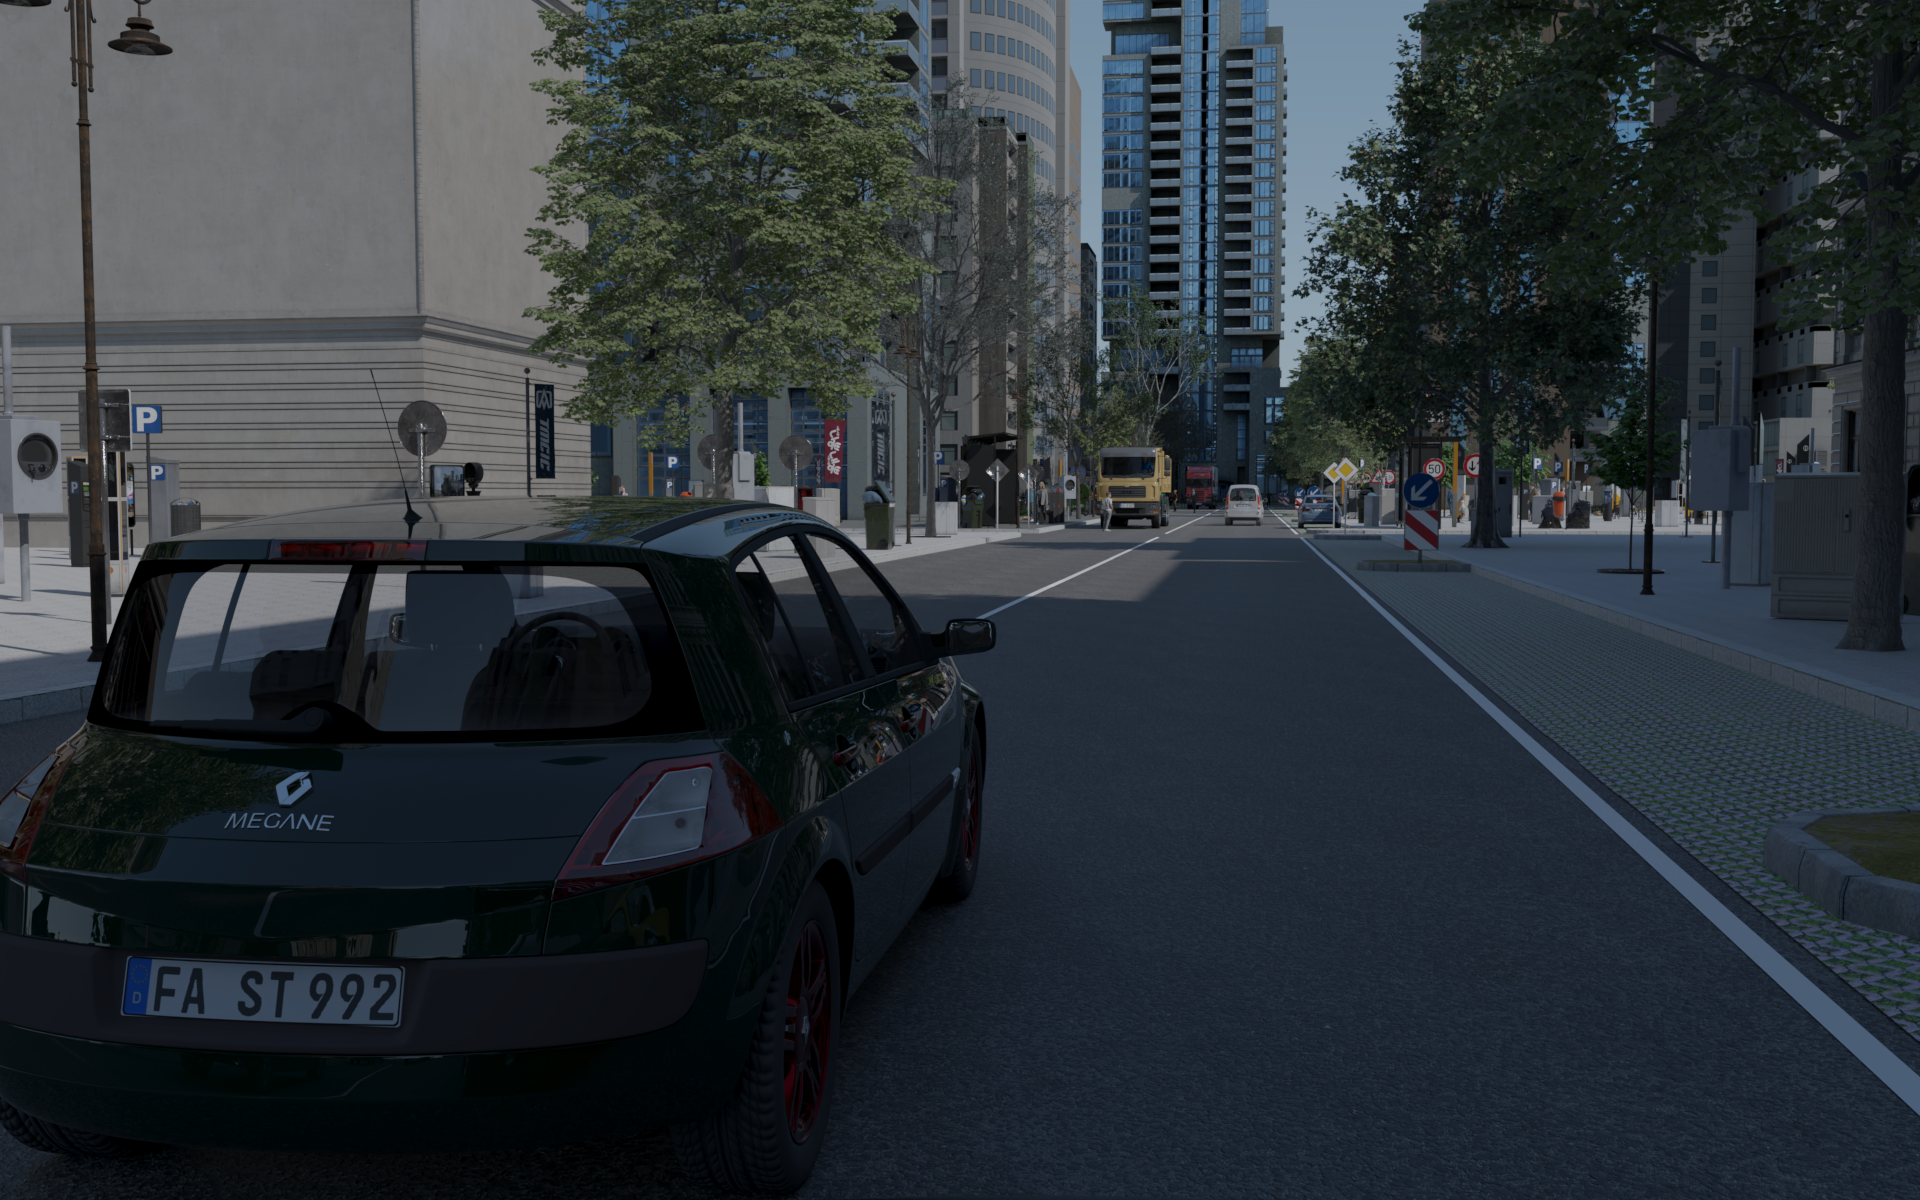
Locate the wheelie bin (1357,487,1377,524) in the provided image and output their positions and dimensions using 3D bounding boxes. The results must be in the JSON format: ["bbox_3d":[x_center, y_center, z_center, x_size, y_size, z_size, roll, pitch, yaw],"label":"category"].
[{"bbox_3d":[17.625,-4.105,75.019,0.980,1.594,0.693,3,5,43],"label":"wheelie bin"}]

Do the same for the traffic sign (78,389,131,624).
[{"bbox_3d":[-8.378,-0.908,16.980,0.606,2.300,0.079,1,4,16],"label":"traffic sign"}]

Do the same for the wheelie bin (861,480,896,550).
[{"bbox_3d":[-1.884,-1.957,39.900,0.693,1.594,0.980,1,4,11],"label":"wheelie bin"}]

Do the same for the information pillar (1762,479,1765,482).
[{"bbox_3d":[39.374,-4.937,85.214,0.304,2.012,0.304,-1,4,-8],"label":"information pillar"}]

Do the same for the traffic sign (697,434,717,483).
[{"bbox_3d":[-5.235,-2.244,36.792,0.768,2.556,0.104,1,4,16],"label":"traffic sign"}]

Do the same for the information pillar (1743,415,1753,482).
[{"bbox_3d":[23.291,-3.662,51.232,0.183,3.616,0.504,-1,4,-8],"label":"information pillar"}]

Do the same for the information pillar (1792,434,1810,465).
[{"bbox_3d":[32.890,-4.664,67.615,0.504,3.616,0.183,-1,4,-9],"label":"information pillar"}]

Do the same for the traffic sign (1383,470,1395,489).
[{"bbox_3d":[22.603,-5.584,91.405,0.768,2.556,0.104,1,4,11],"label":"traffic sign"}]

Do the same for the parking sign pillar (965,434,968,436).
[{"bbox_3d":[0.728,-5.449,77.558,1.447,3.967,1.447,2,4,30],"label":"parking sign pillar"}]

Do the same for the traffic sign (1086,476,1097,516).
[{"bbox_3d":[7.731,-6.301,103.023,0.884,2.594,0.081,1,4,16],"label":"traffic sign"}]

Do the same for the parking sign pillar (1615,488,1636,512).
[{"bbox_3d":[47.360,-8.240,123.196,1.447,3.967,1.447,-3,5,-44],"label":"parking sign pillar"}]

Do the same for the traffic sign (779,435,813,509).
[{"bbox_3d":[-3.544,-2.277,37.336,0.768,2.556,0.104,1,4,10],"label":"traffic sign"}]

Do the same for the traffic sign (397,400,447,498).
[{"bbox_3d":[-7.307,-1.431,23.510,0.768,2.556,0.104,1,4,17],"label":"traffic sign"}]

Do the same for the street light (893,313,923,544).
[{"bbox_3d":[-1.322,-4.375,44.325,0.468,5.910,1.993,1,4,10],"label":"street light"}]

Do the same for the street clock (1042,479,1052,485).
[{"bbox_3d":[4.096,-4.708,81.553,0.471,2.002,0.358,-3,5,-39],"label":"street clock"}]

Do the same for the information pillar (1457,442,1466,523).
[{"bbox_3d":[22.260,-5.235,76.949,0.183,3.616,0.504,-2,4,-25],"label":"information pillar"}]

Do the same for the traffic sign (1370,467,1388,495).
[{"bbox_3d":[20.380,-5.154,84.264,0.884,2.594,0.081,1,4,16],"label":"traffic sign"}]

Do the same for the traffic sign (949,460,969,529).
[{"bbox_3d":[-0.036,-3.913,64.085,0.768,2.556,0.104,1,4,10],"label":"traffic sign"}]

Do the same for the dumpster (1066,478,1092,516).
[{"bbox_3d":[6.879,-6.023,100.974,1.502,2.255,1.985,1,4,10],"label":"dumpster"}]

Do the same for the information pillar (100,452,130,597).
[{"bbox_3d":[-10.570,-1.045,21.580,0.304,2.012,0.304,-1,4,-10],"label":"information pillar"}]

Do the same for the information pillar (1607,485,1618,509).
[{"bbox_3d":[32.031,-5.747,85.317,0.183,3.616,0.504,-1,4,-9],"label":"information pillar"}]

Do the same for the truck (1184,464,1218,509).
[{"bbox_3d":[23.028,-10.753,164.731,2.839,4.237,11.283,1,4,11],"label":"truck"}]

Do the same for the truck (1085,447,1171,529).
[{"bbox_3d":[7.469,-4.779,74.053,3.469,3.379,9.791,1,4,10],"label":"truck"}]

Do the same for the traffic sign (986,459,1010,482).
[{"bbox_3d":[1.212,-3.340,56.795,0.795,2.593,0.064,1,4,10],"label":"traffic sign"}]

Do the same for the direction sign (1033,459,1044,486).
[{"bbox_3d":[5.052,-7.307,111.474,0.876,3.537,0.379,3,5,39],"label":"direction sign"}]

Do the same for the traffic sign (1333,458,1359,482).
[{"bbox_3d":[12.246,-3.225,54.916,0.795,2.593,0.064,1,4,10],"label":"traffic sign"}]

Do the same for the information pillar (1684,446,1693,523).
[{"bbox_3d":[32.926,-5.306,78.109,0.504,3.616,0.183,-1,4,-19],"label":"information pillar"}]

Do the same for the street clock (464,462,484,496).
[{"bbox_3d":[-11.052,-2.128,39.366,0.471,2.002,0.358,3,4,36],"label":"street clock"}]

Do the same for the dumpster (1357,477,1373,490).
[{"bbox_3d":[23.144,-5.819,97.637,1.502,2.255,1.985,1,4,10],"label":"dumpster"}]

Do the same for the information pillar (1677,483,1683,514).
[{"bbox_3d":[45.987,-6.493,110.647,0.304,2.012,0.304,0,4,7],"label":"information pillar"}]

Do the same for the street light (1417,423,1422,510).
[{"bbox_3d":[13.856,-4.854,52.156,0.468,5.910,1.993,1,4,10],"label":"street light"}]

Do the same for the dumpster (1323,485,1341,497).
[{"bbox_3d":[24.391,-6.569,113.167,1.264,1.857,1.865,1,4,9],"label":"dumpster"}]

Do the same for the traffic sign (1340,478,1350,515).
[{"bbox_3d":[22.140,-6.063,99.231,0.768,2.556,0.104,1,4,15],"label":"traffic sign"}]

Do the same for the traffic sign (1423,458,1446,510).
[{"bbox_3d":[16.863,-3.762,61.612,0.768,2.556,0.104,1,4,15],"label":"traffic sign"}]

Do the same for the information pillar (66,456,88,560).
[{"bbox_3d":[-17.237,-1.796,33.858,0.304,2.012,0.304,3,5,43],"label":"information pillar"}]

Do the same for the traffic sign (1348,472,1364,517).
[{"bbox_3d":[21.095,-5.645,92.297,0.884,2.594,0.081,1,4,17],"label":"traffic sign"}]

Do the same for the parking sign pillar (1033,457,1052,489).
[{"bbox_3d":[5.890,-8.297,124.121,1.447,3.967,1.447,1,4,23],"label":"parking sign pillar"}]

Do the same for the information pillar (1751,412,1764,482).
[{"bbox_3d":[22.875,-3.561,49.572,0.183,3.616,0.504,3,4,36],"label":"information pillar"}]

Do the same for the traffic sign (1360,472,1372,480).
[{"bbox_3d":[23.429,-6.115,100.092,0.768,2.556,0.104,1,4,15],"label":"traffic sign"}]

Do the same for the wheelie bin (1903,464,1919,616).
[{"bbox_3d":[10.371,-0.638,18.337,0.980,1.594,0.693,0,4,-4],"label":"wheelie bin"}]

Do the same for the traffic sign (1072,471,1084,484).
[{"bbox_3d":[6.455,-5.836,95.528,0.768,2.556,0.104,1,4,14],"label":"traffic sign"}]

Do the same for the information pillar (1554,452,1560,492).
[{"bbox_3d":[33.354,-6.451,96.821,0.183,3.616,0.504,-1,4,-12],"label":"information pillar"}]

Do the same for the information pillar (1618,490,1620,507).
[{"bbox_3d":[42.920,-7.420,112.677,0.504,3.616,0.183,-1,4,-17],"label":"information pillar"}]

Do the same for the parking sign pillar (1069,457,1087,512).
[{"bbox_3d":[8.444,-8.288,123.988,1.447,3.967,1.447,0,4,-7],"label":"parking sign pillar"}]

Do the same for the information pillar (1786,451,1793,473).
[{"bbox_3d":[45.207,-6.298,94.322,0.504,3.616,0.183,0,4,2],"label":"information pillar"}]

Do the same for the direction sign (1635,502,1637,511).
[{"bbox_3d":[50.603,-8.424,129.731,0.876,3.537,0.379,1,4,20],"label":"direction sign"}]

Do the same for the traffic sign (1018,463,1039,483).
[{"bbox_3d":[2.543,-3.821,64.669,0.795,2.593,0.064,1,4,10],"label":"traffic sign"}]

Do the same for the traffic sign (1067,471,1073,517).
[{"bbox_3d":[6.031,-5.813,95.051,0.884,2.594,0.081,1,4,15],"label":"traffic sign"}]

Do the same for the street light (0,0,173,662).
[{"bbox_3d":[-6.607,-2.467,13.128,0.468,5.910,1.993,1,4,10],"label":"street light"}]

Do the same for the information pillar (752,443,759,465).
[{"bbox_3d":[-9.432,-5.425,80.060,0.183,3.616,0.504,2,4,35],"label":"information pillar"}]

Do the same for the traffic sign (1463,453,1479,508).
[{"bbox_3d":[16.208,-3.324,54.449,0.768,2.556,0.104,1,4,14],"label":"traffic sign"}]

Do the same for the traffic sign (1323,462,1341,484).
[{"bbox_3d":[13.578,-3.706,62.789,0.795,2.593,0.064,1,4,10],"label":"traffic sign"}]

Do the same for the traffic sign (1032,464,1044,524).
[{"bbox_3d":[3.202,-4.519,73.994,0.768,2.556,0.104,1,4,16],"label":"traffic sign"}]
